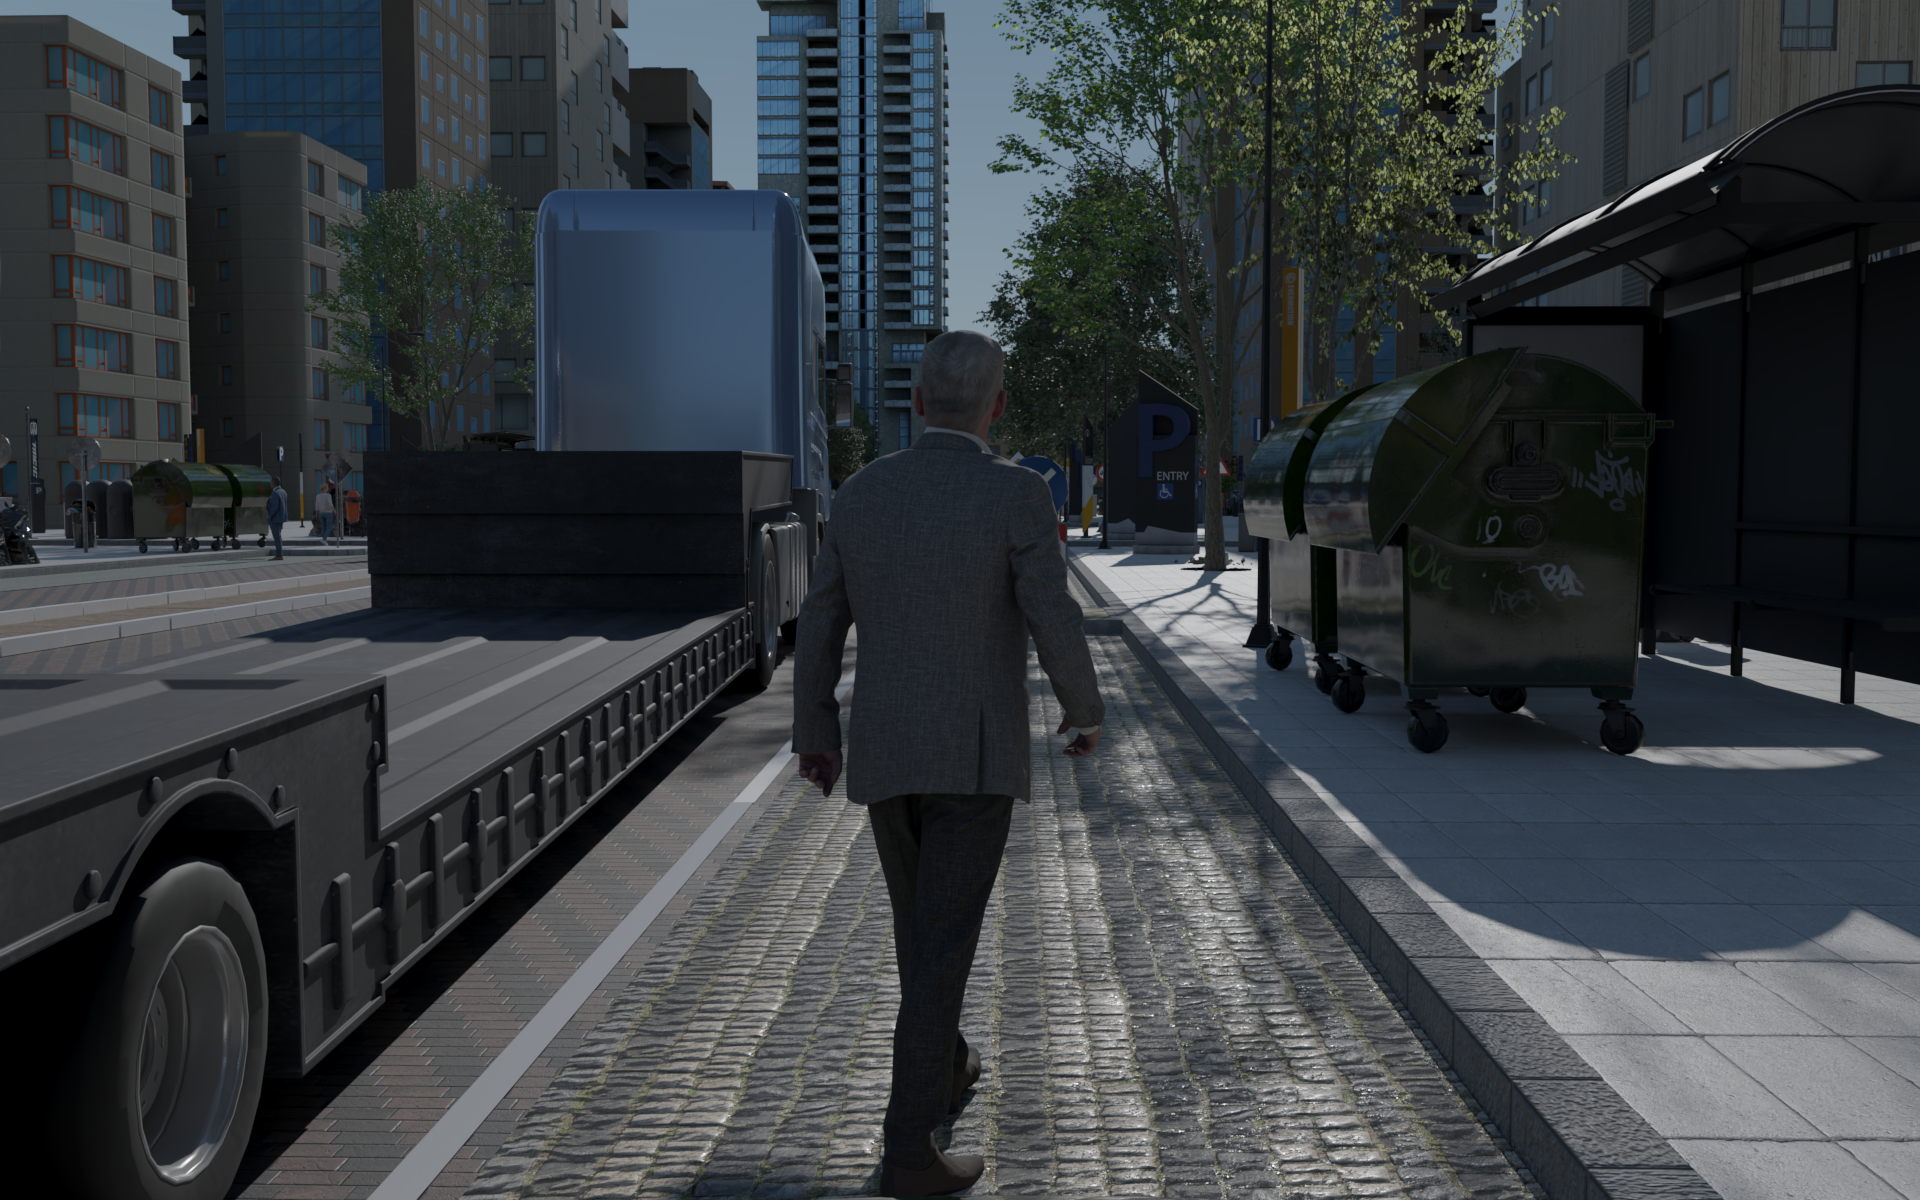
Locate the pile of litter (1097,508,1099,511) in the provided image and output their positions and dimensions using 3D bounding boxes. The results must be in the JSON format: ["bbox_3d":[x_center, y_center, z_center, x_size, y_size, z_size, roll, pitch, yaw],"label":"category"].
[{"bbox_3d":[9.966,-6.599,121.861,1.719,0.858,1.176,-1,4,-11],"label":"pile of litter"}]

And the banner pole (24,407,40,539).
[{"bbox_3d":[-26.701,-3.660,49.859,0.401,3.779,0.863,0,4,-3],"label":"banner pole"}]

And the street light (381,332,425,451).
[{"bbox_3d":[-16.010,-4.722,49.753,1.470,5.913,1.316,0,4,2],"label":"street light"}]

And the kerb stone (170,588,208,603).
[{"bbox_3d":[-10.317,-0.048,22.992,0.120,0.150,1.000,0,4,2],"label":"kerb stone"}]

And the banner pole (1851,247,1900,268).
[{"bbox_3d":[7.044,-1.427,13.354,0.863,3.779,0.401,-2,4,-34],"label":"banner pole"}]

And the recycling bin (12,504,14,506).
[{"bbox_3d":[-23.389,-1.800,41.991,0.722,1.027,0.722,-1,4,-17],"label":"recycling bin"}]

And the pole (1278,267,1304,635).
[{"bbox_3d":[3.013,-1.340,15.746,0.158,3.312,0.155,0,3,0],"label":"pole"}]

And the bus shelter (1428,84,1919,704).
[{"bbox_3d":[4.724,-1.066,11.345,2.014,3.302,5.546,0,4,2],"label":"bus shelter"}]

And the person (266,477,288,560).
[{"bbox_3d":[-14.676,-1.746,37.234,0.419,1.800,0.721,-1,4,-9],"label":"person"}]

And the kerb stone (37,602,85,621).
[{"bbox_3d":[-10.416,0.139,19.917,0.120,0.150,1.000,0,4,2],"label":"kerb stone"}]

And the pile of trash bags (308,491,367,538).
[{"bbox_3d":[-18.475,-2.595,52.179,1.912,1.369,3.447,-2,4,-27],"label":"pile of trash bags"}]

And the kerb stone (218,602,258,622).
[{"bbox_3d":[-8.324,0.153,19.776,0.120,0.150,1.000,0,4,2],"label":"kerb stone"}]

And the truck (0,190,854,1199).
[{"bbox_3d":[-2.604,-1.213,9.587,2.967,4.110,18.799,0,4,0],"label":"truck"}]

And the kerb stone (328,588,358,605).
[{"bbox_3d":[-8.221,-0.035,22.854,0.120,0.150,1.000,0,4,2],"label":"kerb stone"}]

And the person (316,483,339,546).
[{"bbox_3d":[-17.159,-2.306,46.871,0.731,1.740,0.598,0,4,4],"label":"person"}]

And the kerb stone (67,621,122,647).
[{"bbox_3d":[-8.427,0.337,16.707,0.120,0.150,1.000,0,4,2],"label":"kerb stone"}]

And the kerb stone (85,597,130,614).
[{"bbox_3d":[-10.385,0.080,20.946,0.120,0.150,1.000,0,4,2],"label":"kerb stone"}]

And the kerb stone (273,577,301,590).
[{"bbox_3d":[-10.224,-0.236,26.062,0.120,0.150,1.000,0,4,2],"label":"kerb stone"}]

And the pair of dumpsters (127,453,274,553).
[{"bbox_3d":[-17.184,-2.256,39.387,1.574,2.255,4.437,0,4,2],"label":"pair of dumpsters"}]

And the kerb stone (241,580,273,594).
[{"bbox_3d":[-10.249,-0.173,25.035,0.120,0.150,1.000,0,4,2],"label":"kerb stone"}]

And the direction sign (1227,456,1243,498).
[{"bbox_3d":[16.342,-6.731,102.051,0.379,3.537,0.876,-3,4,-37],"label":"direction sign"}]

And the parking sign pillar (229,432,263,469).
[{"bbox_3d":[-30.739,-5.268,74.597,1.447,3.967,1.447,-1,4,-19],"label":"parking sign pillar"}]

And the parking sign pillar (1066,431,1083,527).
[{"bbox_3d":[4.727,-4.867,68.044,1.447,3.967,1.447,2,4,26],"label":"parking sign pillar"}]

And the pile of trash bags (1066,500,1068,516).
[{"bbox_3d":[6.415,-5.608,101.450,3.447,1.369,1.912,1,4,17],"label":"pile of trash bags"}]

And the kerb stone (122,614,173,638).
[{"bbox_3d":[-8.390,0.273,17.732,0.120,0.150,1.000,0,4,2],"label":"kerb stone"}]

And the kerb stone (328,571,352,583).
[{"bbox_3d":[-10.159,-0.362,28.113,0.120,0.150,1.000,0,4,2],"label":"kerb stone"}]

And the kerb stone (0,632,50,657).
[{"bbox_3d":[-8.447,0.398,15.685,0.120,0.150,1.000,0,4,2],"label":"kerb stone"}]

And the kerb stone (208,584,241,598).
[{"bbox_3d":[-10.286,-0.102,24.014,0.120,0.150,1.000,0,4,2],"label":"kerb stone"}]

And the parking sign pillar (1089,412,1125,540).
[{"bbox_3d":[4.711,-3.672,48.502,1.447,3.967,1.447,-2,4,-34],"label":"parking sign pillar"}]

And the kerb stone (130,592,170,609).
[{"bbox_3d":[-10.355,0.022,21.970,0.120,0.150,1.000,0,4,2],"label":"kerb stone"}]

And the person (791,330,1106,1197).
[{"bbox_3d":[-0.004,0.313,3.775,0.661,1.777,0.834,1,4,20],"label":"person"}]

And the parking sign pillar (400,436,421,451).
[{"bbox_3d":[-25.553,-5.681,81.357,1.447,3.967,1.447,-3,5,-43],"label":"parking sign pillar"}]

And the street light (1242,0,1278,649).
[{"bbox_3d":[2.006,-2.559,14.386,1.470,5.913,1.316,0,4,2],"label":"street light"}]

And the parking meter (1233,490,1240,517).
[{"bbox_3d":[15.536,-5.443,97.404,0.372,1.533,0.369,0,3,0],"label":"parking meter"}]

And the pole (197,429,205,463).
[{"bbox_3d":[-23.729,-3.691,54.189,0.158,3.312,0.155,0,3,0],"label":"pole"}]

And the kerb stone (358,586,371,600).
[{"bbox_3d":[-8.195,-0.103,23.875,0.120,0.150,1.000,0,4,2],"label":"kerb stone"}]

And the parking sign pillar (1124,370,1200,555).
[{"bbox_3d":[4.459,-2.987,37.311,1.447,3.967,1.447,1,4,17],"label":"parking sign pillar"}]

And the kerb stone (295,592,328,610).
[{"bbox_3d":[-8.258,0.022,21.832,0.120,0.150,1.000,0,4,2],"label":"kerb stone"}]

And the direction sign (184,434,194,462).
[{"bbox_3d":[-29.089,-4.489,65.385,0.379,3.537,0.876,-3,5,-43],"label":"direction sign"}]

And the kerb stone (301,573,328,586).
[{"bbox_3d":[-10.191,-0.299,27.092,0.120,0.150,1.000,0,4,2],"label":"kerb stone"}]

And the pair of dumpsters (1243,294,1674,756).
[{"bbox_3d":[2.792,-0.490,10.506,1.574,2.255,4.437,0,4,2],"label":"pair of dumpsters"}]

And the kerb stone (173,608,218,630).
[{"bbox_3d":[-8.353,0.211,18.754,0.120,0.150,1.000,0,4,2],"label":"kerb stone"}]

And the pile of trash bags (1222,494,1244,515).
[{"bbox_3d":[16.318,-5.784,104.323,1.912,1.369,3.447,2,4,32],"label":"pile of trash bags"}]

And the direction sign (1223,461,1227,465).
[{"bbox_3d":[18.287,-7.678,117.537,0.876,3.537,0.379,0,4,-6],"label":"direction sign"}]

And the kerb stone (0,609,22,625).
[{"bbox_3d":[-10.445,0.204,18.893,0.120,0.150,1.000,0,4,2],"label":"kerb stone"}]

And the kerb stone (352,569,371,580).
[{"bbox_3d":[-10.126,-0.424,29.134,0.120,0.150,1.000,0,4,2],"label":"kerb stone"}]

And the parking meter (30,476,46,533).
[{"bbox_3d":[-30.118,-3.113,56.604,0.255,1.863,0.399,3,5,44],"label":"parking meter"}]

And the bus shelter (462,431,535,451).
[{"bbox_3d":[-17.562,-4.653,67.367,1.731,3.624,6.357,0,4,2],"label":"bus shelter"}]

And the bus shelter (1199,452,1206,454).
[{"bbox_3d":[8.299,-4.519,67.808,2.014,3.302,5.546,0,4,2],"label":"bus shelter"}]

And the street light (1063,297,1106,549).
[{"bbox_3d":[2.833,-4.137,40.188,1.470,5.913,1.316,0,4,2],"label":"street light"}]

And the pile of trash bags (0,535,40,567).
[{"bbox_3d":[-18.484,-1.320,31.327,3.447,1.369,1.912,1,4,15],"label":"pile of trash bags"}]

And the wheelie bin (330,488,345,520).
[{"bbox_3d":[-30.359,-4.690,84.593,0.693,1.594,0.980,3,4,38],"label":"wheelie bin"}]

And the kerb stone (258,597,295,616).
[{"bbox_3d":[-8.290,0.085,20.802,0.120,0.150,1.000,0,4,2],"label":"kerb stone"}]

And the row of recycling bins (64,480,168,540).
[{"bbox_3d":[-24.182,-2.597,49.582,3.534,1.692,1.069,1,4,21],"label":"row of recycling bins"}]
